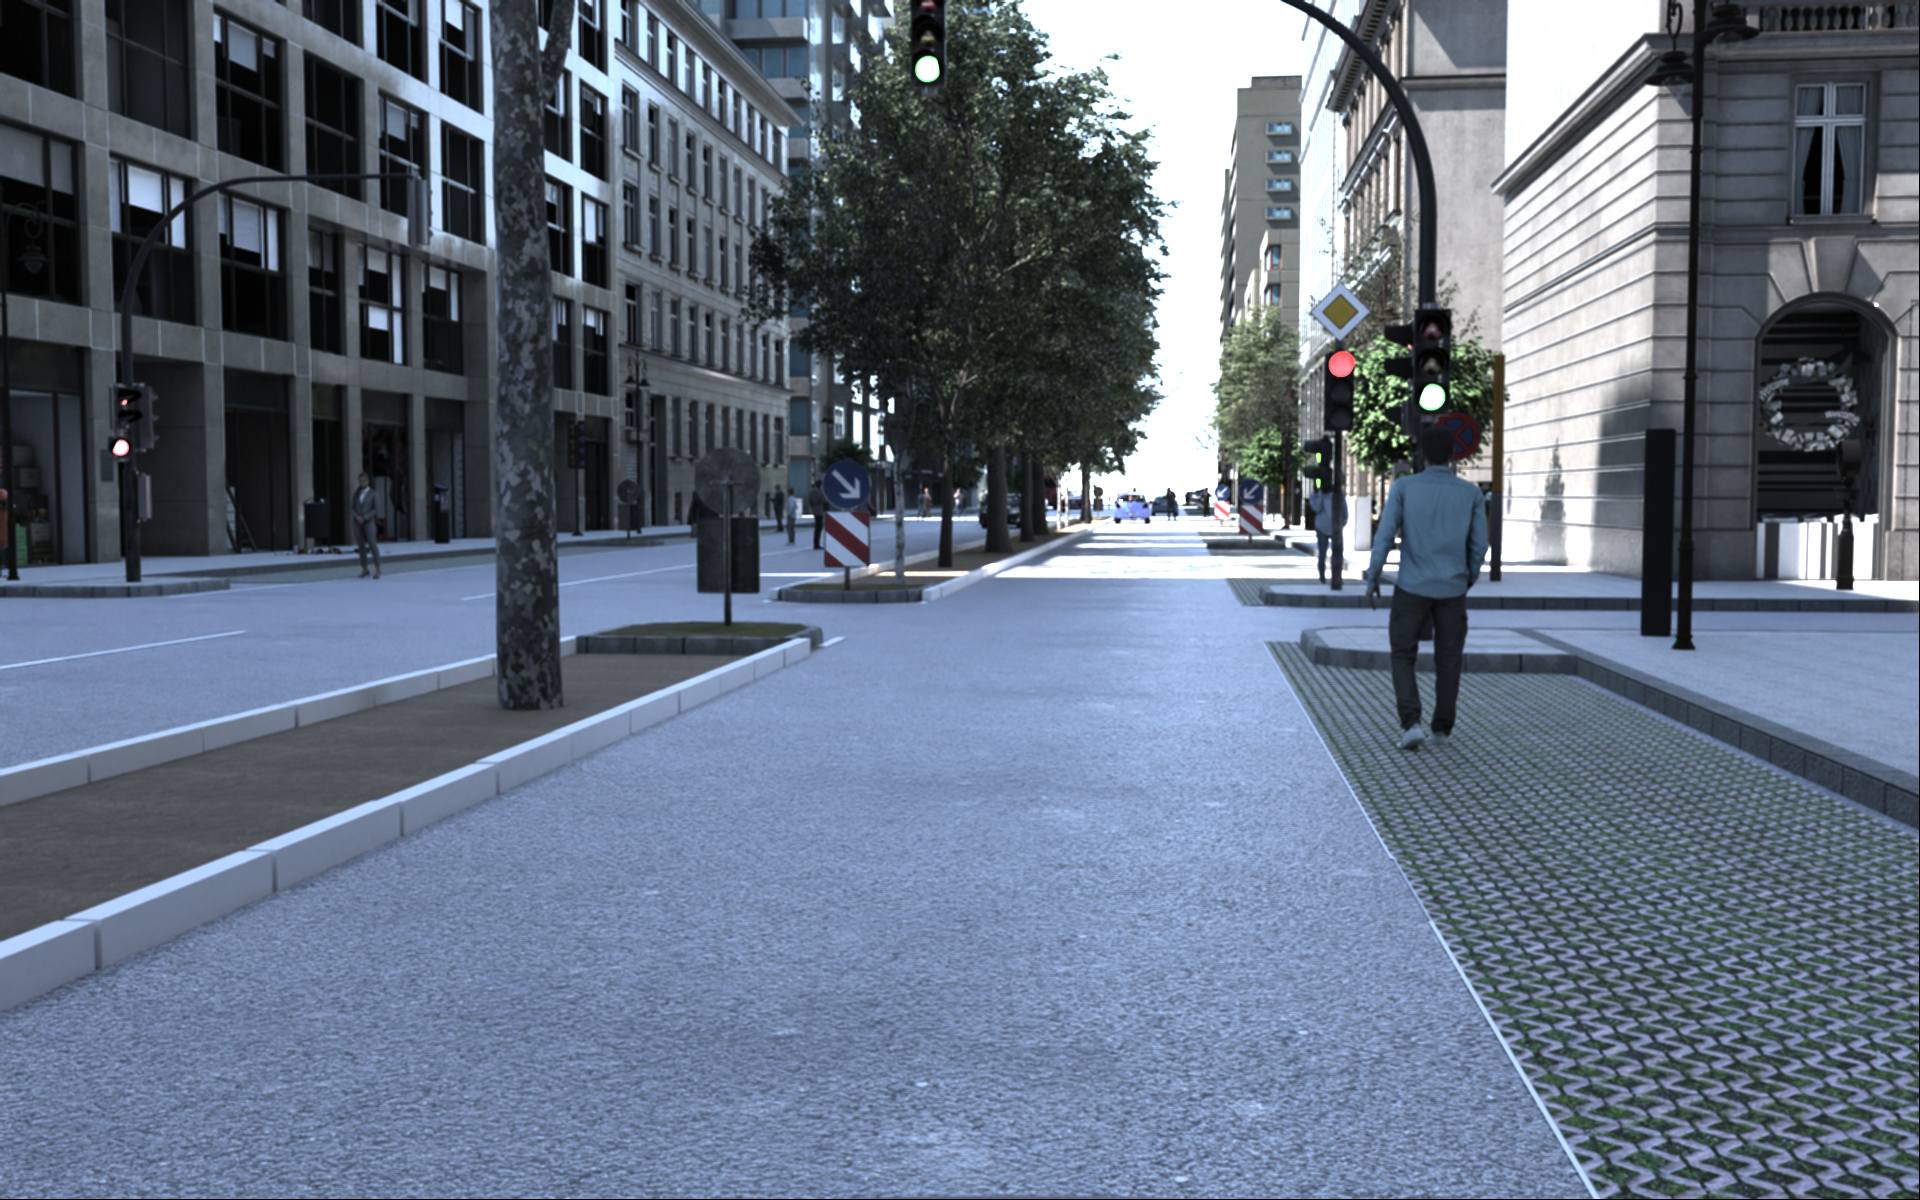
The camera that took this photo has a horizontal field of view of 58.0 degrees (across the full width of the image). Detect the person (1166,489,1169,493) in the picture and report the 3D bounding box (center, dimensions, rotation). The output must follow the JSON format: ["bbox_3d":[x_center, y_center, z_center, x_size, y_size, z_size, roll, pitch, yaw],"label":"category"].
[{"bbox_3d":[15.740,-7.541,131.426,1.348,1.869,0.705,3,5,41],"label":"person"}]

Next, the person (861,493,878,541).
[{"bbox_3d":[-2.840,-2.642,52.286,0.593,1.750,0.643,3,4,38],"label":"person"}]

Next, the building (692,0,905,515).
[{"bbox_3d":[-16.760,-30.369,116.139,23.786,49.044,30.456,0,4,7],"label":"building"}]

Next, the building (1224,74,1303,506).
[{"bbox_3d":[41.634,-35.052,196.806,21.300,48.544,21.600,0,4,7],"label":"building"}]

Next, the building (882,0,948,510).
[{"bbox_3d":[-15.679,-34.046,145.895,28.713,52.752,27.495,0,4,7],"label":"building"}]

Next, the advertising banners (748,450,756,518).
[{"bbox_3d":[-8.449,-4.533,70.301,0.090,3.025,2.074,0,4,1],"label":"advertising banners"}]

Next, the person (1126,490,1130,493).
[{"bbox_3d":[12.080,-6.984,123.410,0.721,1.743,1.217,-3,5,-42],"label":"person"}]

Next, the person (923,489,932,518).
[{"bbox_3d":[-1.996,-5.711,102.431,0.434,1.755,0.990,-3,5,-40],"label":"person"}]

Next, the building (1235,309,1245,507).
[{"bbox_3d":[39.125,-18.931,154.566,27.650,21.520,28.899,0,4,7],"label":"building"}]

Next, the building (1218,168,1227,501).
[{"bbox_3d":[47.363,-37.876,242.978,21.300,48.544,21.600,0,4,7],"label":"building"}]

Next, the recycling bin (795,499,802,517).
[{"bbox_3d":[-9.391,-5.220,97.907,0.722,1.027,0.722,2,4,25],"label":"recycling bin"}]

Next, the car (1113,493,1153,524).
[{"bbox_3d":[8.462,-4.599,84.785,1.945,1.707,3.694,0,4,7],"label":"car"}]

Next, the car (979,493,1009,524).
[{"bbox_3d":[1.976,-4.590,83.847,1.959,1.807,4.718,0,4,7],"label":"car"}]

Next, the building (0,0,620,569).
[{"bbox_3d":[-23.762,-14.734,45.425,19.350,26.468,34.151,0,4,7],"label":"building"}]

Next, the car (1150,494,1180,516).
[{"bbox_3d":[13.456,-6.227,113.822,2.014,1.417,4.499,0,4,6],"label":"car"}]

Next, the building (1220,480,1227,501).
[{"bbox_3d":[49.668,-32.302,220.020,32.217,40.220,23.993,0,4,7],"label":"building"}]

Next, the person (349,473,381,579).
[{"bbox_3d":[-10.126,-1.265,29.451,0.520,1.790,0.573,-1,4,-12],"label":"person"}]

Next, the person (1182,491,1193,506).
[{"bbox_3d":[26.508,-11.819,201.749,1.348,1.823,0.705,1,4,9],"label":"person"}]

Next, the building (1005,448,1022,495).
[{"bbox_3d":[1.097,-33.020,223.465,14.154,41.232,14.086,0,4,7],"label":"building"}]

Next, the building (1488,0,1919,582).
[{"bbox_3d":[22.202,-11.453,29.058,24.055,21.916,13.314,0,4,7],"label":"building"}]

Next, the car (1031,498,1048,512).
[{"bbox_3d":[6.045,-7.882,138.464,1.945,1.707,3.694,1,4,9],"label":"car"}]

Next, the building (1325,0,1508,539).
[{"bbox_3d":[18.238,-11.793,57.444,10.561,19.102,19.286,0,4,7],"label":"building"}]

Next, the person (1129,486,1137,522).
[{"bbox_3d":[8.942,-4.912,88.813,0.555,1.821,0.388,-1,4,-19],"label":"person"}]

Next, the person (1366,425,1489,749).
[{"bbox_3d":[2.643,-0.077,9.776,0.660,1.820,0.620,0,4,3],"label":"person"}]

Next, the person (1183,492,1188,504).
[{"bbox_3d":[30.641,-13.795,234.598,0.990,1.755,0.434,1,4,20],"label":"person"}]

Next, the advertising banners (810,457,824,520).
[{"bbox_3d":[-6.784,-5.343,83.545,0.090,3.025,2.074,1,4,19],"label":"advertising banners"}]

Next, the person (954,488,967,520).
[{"bbox_3d":[0.050,-5.311,95.932,0.593,1.750,0.643,-3,5,-41],"label":"person"}]

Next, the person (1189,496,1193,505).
[{"bbox_3d":[27.467,-11.888,206.049,0.799,1.438,0.628,2,4,27],"label":"person"}]

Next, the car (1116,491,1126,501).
[{"bbox_3d":[22.212,-13.808,234.439,2.281,1.827,5.304,0,4,6],"label":"car"}]

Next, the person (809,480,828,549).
[{"bbox_3d":[-3.668,-2.226,45.074,0.473,1.802,0.592,-1,4,-13],"label":"person"}]

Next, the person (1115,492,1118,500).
[{"bbox_3d":[22.922,-14.869,252.394,1.217,1.735,0.721,0,4,-6],"label":"person"}]

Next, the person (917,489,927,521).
[{"bbox_3d":[-2.041,-5.074,92.457,0.512,1.701,0.522,0,4,2],"label":"person"}]

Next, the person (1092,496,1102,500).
[{"bbox_3d":[11.772,-8.551,148.442,1.348,1.807,0.705,-3,5,-41],"label":"person"}]

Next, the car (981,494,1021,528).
[{"bbox_3d":[1.963,-3.920,73.876,2.009,1.686,4.222,1,4,9],"label":"car"}]

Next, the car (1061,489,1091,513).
[{"bbox_3d":[9.110,-7.746,135.318,2.281,1.827,5.304,1,4,9],"label":"car"}]

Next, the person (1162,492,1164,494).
[{"bbox_3d":[27.531,-13.772,234.617,0.756,1.711,0.436,0,3,0],"label":"person"}]

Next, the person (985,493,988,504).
[{"bbox_3d":[1.485,-4.308,79.334,0.661,1.777,0.834,1,4,12],"label":"person"}]

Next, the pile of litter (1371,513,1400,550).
[{"bbox_3d":[9.725,-1.603,40.170,1.176,0.858,1.719,-2,4,-24],"label":"pile of litter"}]

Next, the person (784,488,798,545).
[{"bbox_3d":[-4.736,-2.338,48.543,0.330,1.601,0.589,1,4,19],"label":"person"}]

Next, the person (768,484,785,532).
[{"bbox_3d":[-6.912,-3.466,65.348,0.590,1.801,0.661,-2,4,-33],"label":"person"}]

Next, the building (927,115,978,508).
[{"bbox_3d":[-6.052,-29.503,165.968,14.154,41.232,14.086,0,4,7],"label":"building"}]

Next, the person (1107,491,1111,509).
[{"bbox_3d":[14.170,-9.441,163.550,0.721,1.739,1.217,1,4,10],"label":"person"}]

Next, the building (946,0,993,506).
[{"bbox_3d":[-6.562,-54.283,200.202,22.319,86.520,31.000,0,4,7],"label":"building"}]

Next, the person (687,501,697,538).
[{"bbox_3d":[-8.724,-2.647,56.448,0.362,1.253,0.373,-3,5,-41],"label":"person"}]

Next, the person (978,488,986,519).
[{"bbox_3d":[1.339,-5.504,98.894,0.834,1.777,0.661,-3,5,-43],"label":"person"}]

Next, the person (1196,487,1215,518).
[{"bbox_3d":[14.672,-5.812,103.163,1.348,1.869,0.705,3,5,44],"label":"person"}]

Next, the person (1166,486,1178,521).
[{"bbox_3d":[11.414,-5.203,93.374,0.655,1.846,0.447,0,4,2],"label":"person"}]

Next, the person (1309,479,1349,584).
[{"bbox_3d":[5.465,-1.029,25.589,0.793,1.790,0.793,-3,5,-40],"label":"person"}]

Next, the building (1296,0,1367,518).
[{"bbox_3d":[22.541,-18.582,81.306,11.434,29.767,29.804,0,4,7],"label":"building"}]

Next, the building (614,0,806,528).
[{"bbox_3d":[-17.870,-14.912,77.094,16.112,22.955,30.059,0,4,7],"label":"building"}]

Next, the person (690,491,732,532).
[{"bbox_3d":[-4.107,-1.223,28.269,0.659,1.850,0.755,1,4,9],"label":"person"}]

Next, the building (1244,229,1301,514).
[{"bbox_3d":[35.506,-17.181,125.949,27.650,21.520,28.899,0,4,7],"label":"building"}]
